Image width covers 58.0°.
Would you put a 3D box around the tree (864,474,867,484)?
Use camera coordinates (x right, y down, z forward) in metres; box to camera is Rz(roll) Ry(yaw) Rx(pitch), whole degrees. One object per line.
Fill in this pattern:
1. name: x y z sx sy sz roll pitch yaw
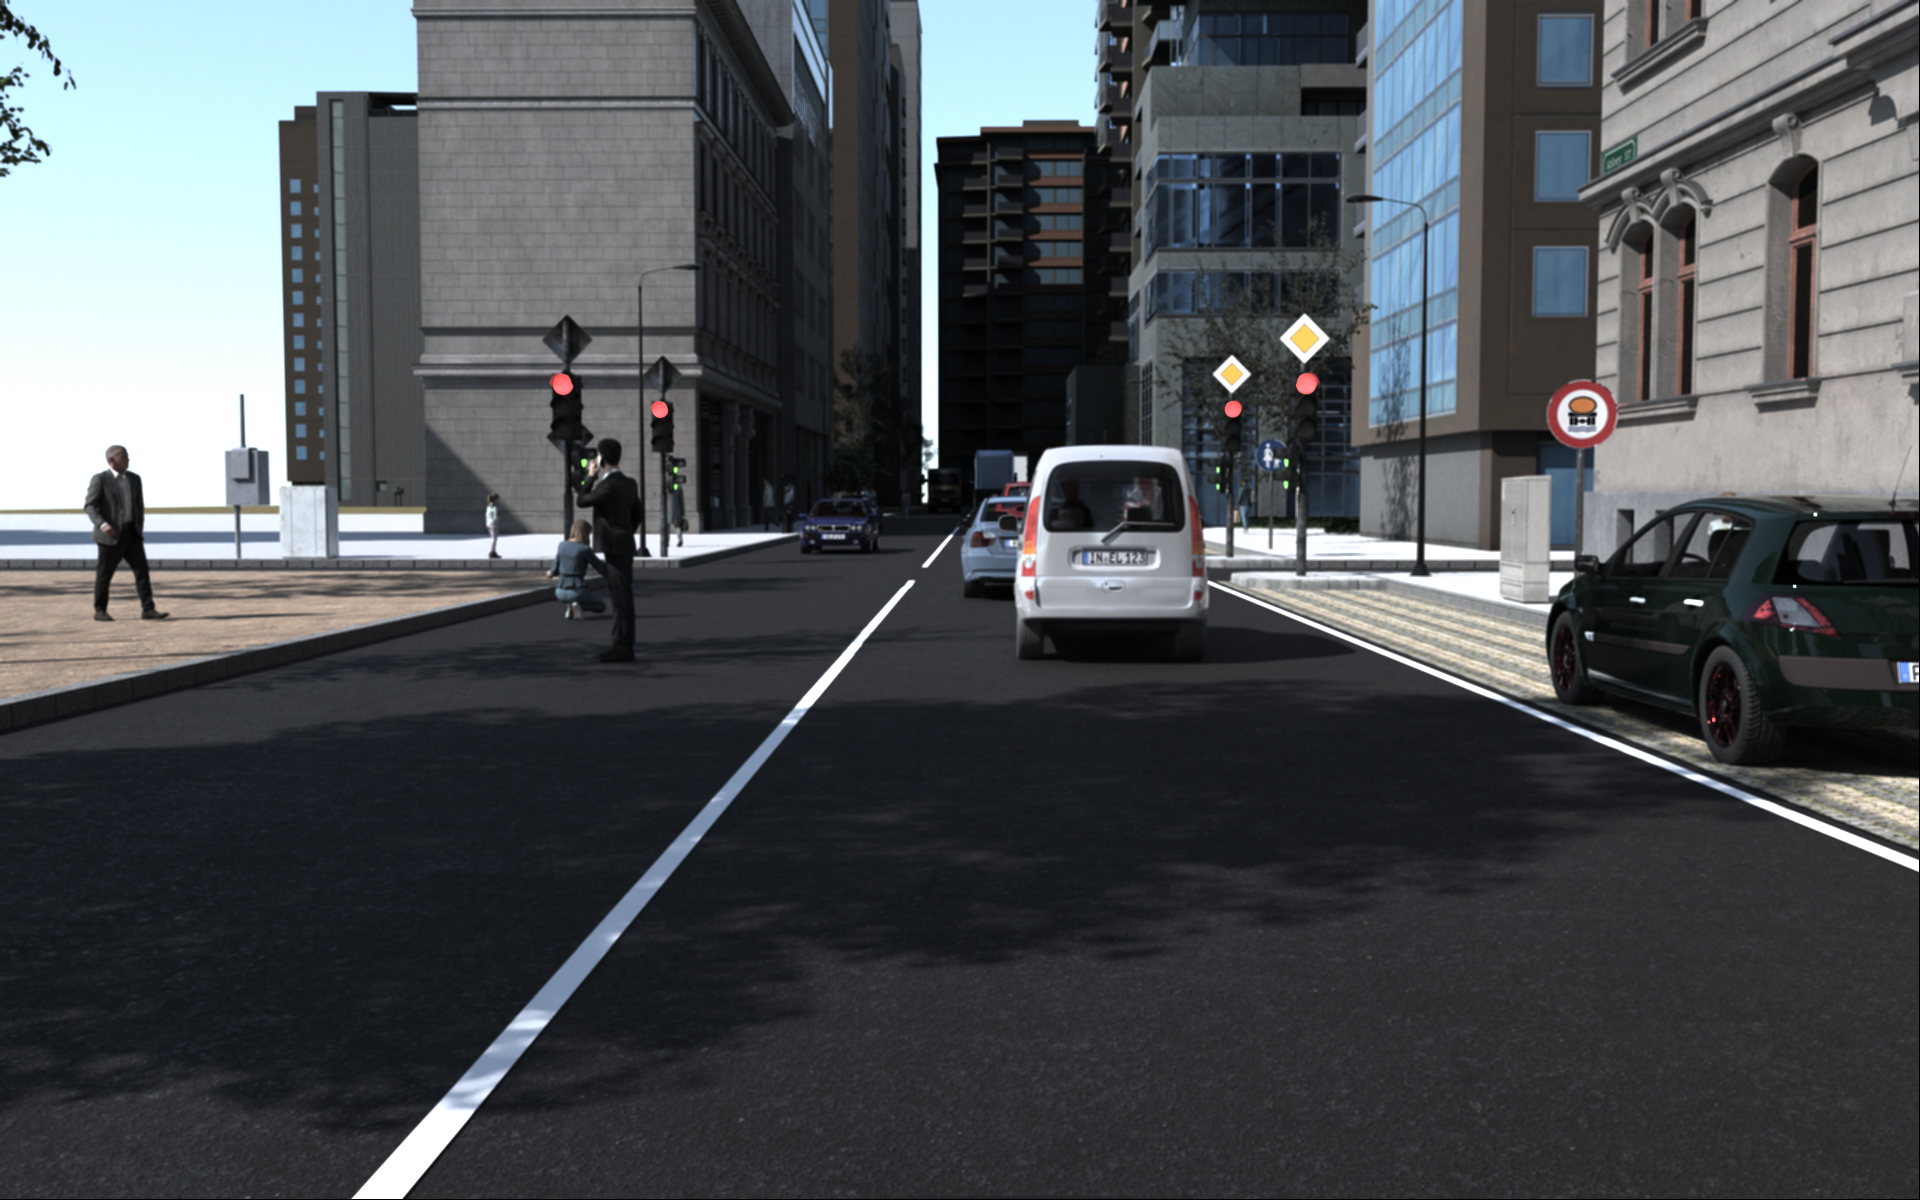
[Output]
1. tree: -5.667 -5.949 91.866 1.663 3.219 1.824 0 3 0

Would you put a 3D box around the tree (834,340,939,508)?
1. tree: -6.527 -10.500 106.093 8.767 10.594 7.601 1 4 14

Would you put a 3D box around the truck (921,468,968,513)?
1. truck: -1.165 -8.374 132.840 3.469 3.379 9.791 0 4 0

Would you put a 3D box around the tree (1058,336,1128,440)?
1. tree: 9.296 -10.291 102.667 7.601 10.594 8.767 -1 4 -17

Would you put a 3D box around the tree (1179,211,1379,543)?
1. tree: 8.589 -5.782 44.895 4.360 8.622 3.978 0 3 0

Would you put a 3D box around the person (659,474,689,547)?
1. person: -7.014 -2.207 42.235 0.694 1.812 0.767 -2 4 -27

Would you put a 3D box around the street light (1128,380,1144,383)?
1. street light: 7.555 -6.017 70.923 1.470 5.913 1.316 0 4 1

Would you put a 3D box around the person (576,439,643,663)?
1. person: -2.998 -0.425 14.810 0.474 1.900 0.648 0 4 3

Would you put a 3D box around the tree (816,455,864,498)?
1. tree: -6.018 -5.552 85.369 1.663 3.219 1.824 0 3 0

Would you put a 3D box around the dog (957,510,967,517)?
1. dog: 0.108 -5.493 110.003 0.748 0.427 0.550 -1 4 -16

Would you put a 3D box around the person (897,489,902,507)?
1. person: -5.578 -9.356 159.733 0.721 1.735 1.217 1 4 11

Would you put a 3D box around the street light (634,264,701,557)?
1. street light: -5.917 -3.825 35.086 1.470 5.913 1.316 0 4 1

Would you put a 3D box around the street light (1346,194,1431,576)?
1. street light: 6.674 -3.329 26.978 1.470 5.913 1.316 0 4 1

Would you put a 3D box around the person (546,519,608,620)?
1. person: -4.421 -0.363 19.938 1.012 1.151 0.738 2 4 24

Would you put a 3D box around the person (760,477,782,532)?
1. person: -6.330 -3.189 58.028 0.795 1.843 0.661 0 4 -2

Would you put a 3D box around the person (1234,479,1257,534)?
1. person: 9.131 -3.039 55.716 0.794 1.824 0.713 -1 4 -10

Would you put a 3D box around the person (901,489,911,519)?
1. person: -3.056 -5.426 98.058 0.563 1.720 0.643 2 4 28

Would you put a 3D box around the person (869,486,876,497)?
1. person: -4.143 -4.612 83.757 0.795 1.843 0.661 1 4 14

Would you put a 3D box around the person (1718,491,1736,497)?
1. person: 6.757 -0.306 15.292 0.306 1.304 0.590 2 4 29

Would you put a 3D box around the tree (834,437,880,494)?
1. tree: -6.309 -7.126 100.226 4.285 4.588 4.351 0 3 0

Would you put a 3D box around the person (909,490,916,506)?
1. person: -4.949 -10.837 183.754 0.617 1.759 0.750 3 5 43

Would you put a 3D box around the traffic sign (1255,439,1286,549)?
1. traffic sign: 7.259 -2.464 40.390 0.768 2.556 0.104 0 4 5

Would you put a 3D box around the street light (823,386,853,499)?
1. street light: -5.271 -6.222 74.271 1.470 5.913 1.316 0 4 1

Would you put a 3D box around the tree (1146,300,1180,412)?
1. tree: 8.038 -6.250 52.552 4.360 8.622 3.978 0 3 0

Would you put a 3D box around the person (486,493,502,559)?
1. person: -9.269 -1.476 34.462 0.425 1.301 0.394 3 4 36

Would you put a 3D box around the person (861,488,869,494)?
1. person: -6.008 -6.359 110.277 0.793 1.790 0.793 1 4 19

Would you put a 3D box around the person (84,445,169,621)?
1. person: -8.416 -0.674 17.457 0.834 1.777 0.661 1 4 21

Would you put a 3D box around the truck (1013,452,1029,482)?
1. truck: 3.495 -8.158 122.289 2.839 4.237 11.283 0 4 1

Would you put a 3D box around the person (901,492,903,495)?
1. person: -4.639 -8.311 145.164 0.697 1.427 0.421 -3 4 -37

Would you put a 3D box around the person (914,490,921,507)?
1. person: -4.191 -9.981 170.034 0.742 1.727 0.445 1 4 14

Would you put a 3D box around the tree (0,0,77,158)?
1. tree: -8.042 -3.792 12.370 4.360 8.622 3.978 0 3 0

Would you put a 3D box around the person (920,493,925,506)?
1. person: -3.986 -10.530 181.448 0.697 1.427 0.421 -1 4 -14

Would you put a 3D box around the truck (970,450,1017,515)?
1. truck: 2.151 -6.754 100.183 2.967 4.110 18.799 0 4 0

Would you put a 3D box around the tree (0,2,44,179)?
1. tree: -14.942 -5.785 20.335 9.928 11.665 9.643 0 3 0
